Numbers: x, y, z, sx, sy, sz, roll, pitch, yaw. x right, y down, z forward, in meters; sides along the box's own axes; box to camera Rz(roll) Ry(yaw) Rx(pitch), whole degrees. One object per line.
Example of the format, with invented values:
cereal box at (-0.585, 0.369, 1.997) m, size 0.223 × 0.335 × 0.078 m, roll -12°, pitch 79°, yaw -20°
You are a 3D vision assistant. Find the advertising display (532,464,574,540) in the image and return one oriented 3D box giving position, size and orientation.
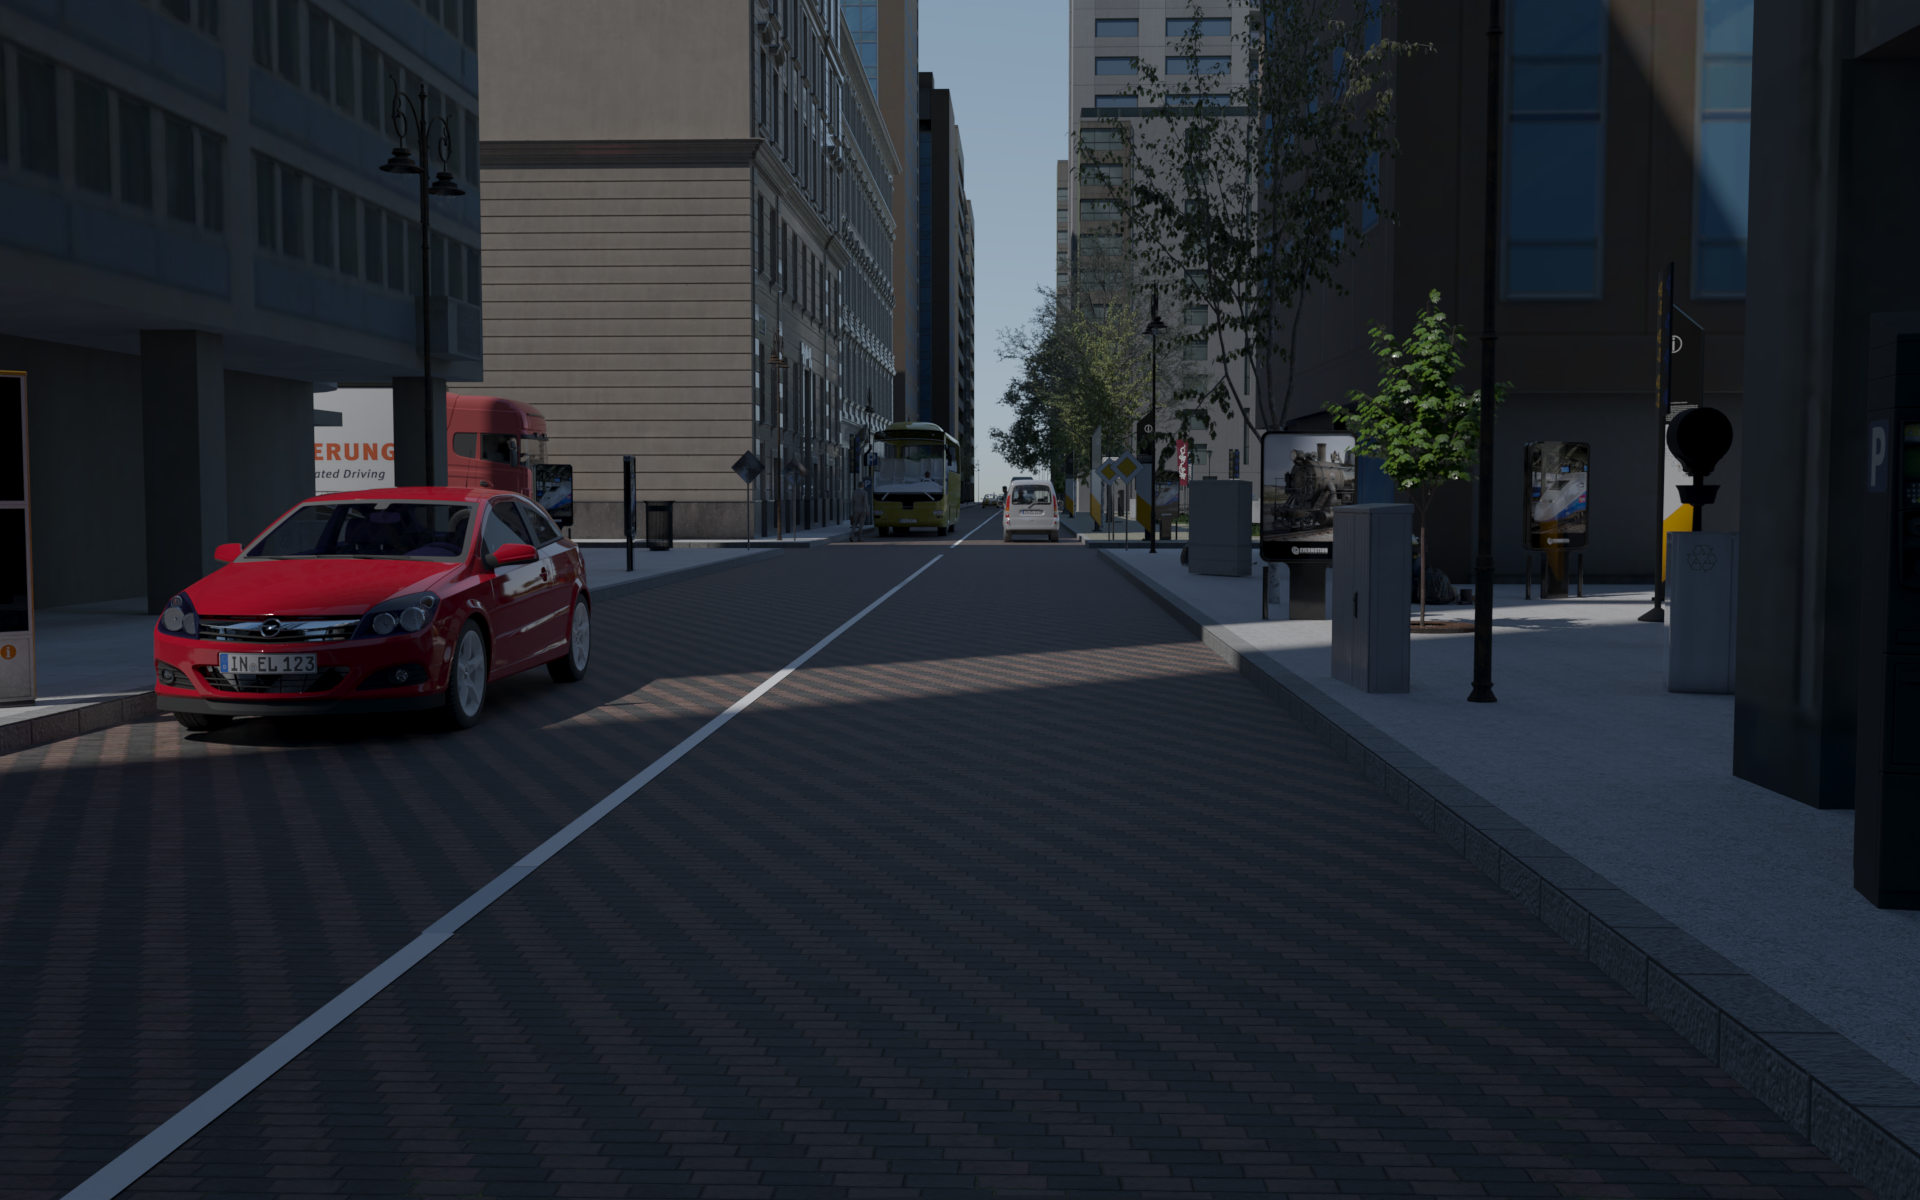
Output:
advertising display at (-8.709, -1.949, 37.077) m, size 0.123 × 1.923 × 0.974 m, roll 3°, pitch 5°, yaw 40°

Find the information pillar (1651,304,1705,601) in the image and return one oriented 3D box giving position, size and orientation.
information pillar at (8.557, -1.789, 20.603) m, size 0.183 × 3.616 × 0.504 m, roll -3°, pitch 5°, yaw -45°

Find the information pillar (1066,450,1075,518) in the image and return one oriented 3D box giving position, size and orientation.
information pillar at (5.897, -6.206, 92.822) m, size 0.504 × 3.616 × 0.183 m, roll 2°, pitch 4°, yaw 32°

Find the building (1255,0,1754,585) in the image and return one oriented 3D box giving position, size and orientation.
building at (13.154, -23.216, 29.695) m, size 14.600 × 45.320 × 14.200 m, roll 0°, pitch 4°, yaw 2°

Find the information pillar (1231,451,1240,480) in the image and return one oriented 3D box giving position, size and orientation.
information pillar at (15.004, -6.302, 94.397) m, size 0.504 × 3.616 × 0.183 m, roll -1°, pitch 4°, yaw -10°

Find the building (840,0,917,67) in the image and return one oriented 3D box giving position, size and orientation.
building at (-10.518, -29.310, 129.335) m, size 14.600 × 45.320 × 14.200 m, roll 0°, pitch 4°, yaw 2°

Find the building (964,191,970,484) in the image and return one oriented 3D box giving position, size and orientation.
building at (-9.943, -36.030, 243.722) m, size 22.147 × 44.769 × 28.867 m, roll 0°, pitch 4°, yaw 2°

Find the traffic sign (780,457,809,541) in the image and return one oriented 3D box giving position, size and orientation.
traffic sign at (-4.530, -2.679, 47.446) m, size 0.795 × 2.450 × 0.064 m, roll 0°, pitch 4°, yaw 2°

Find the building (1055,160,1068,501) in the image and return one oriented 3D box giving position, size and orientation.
building at (18.872, -32.456, 214.244) m, size 14.154 × 41.232 × 14.086 m, roll 0°, pitch 4°, yaw 2°

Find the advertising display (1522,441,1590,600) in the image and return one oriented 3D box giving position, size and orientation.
advertising display at (7.287, -0.976, 21.178) m, size 0.974 × 1.923 × 0.123 m, roll -2°, pitch 4°, yaw -26°

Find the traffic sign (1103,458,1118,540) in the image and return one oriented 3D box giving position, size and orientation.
traffic sign at (4.302, -2.839, 48.543) m, size 0.606 × 2.300 × 0.079 m, roll 0°, pitch 4°, yaw 8°

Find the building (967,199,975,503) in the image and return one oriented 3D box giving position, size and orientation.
building at (-8.679, -39.507, 269.643) m, size 21.300 × 48.544 × 21.600 m, roll 0°, pitch 4°, yaw 2°

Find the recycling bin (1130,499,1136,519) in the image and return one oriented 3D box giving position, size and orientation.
recycling bin at (9.186, -4.679, 89.051) m, size 0.722 × 1.027 × 0.722 m, roll -1°, pitch 4°, yaw -13°

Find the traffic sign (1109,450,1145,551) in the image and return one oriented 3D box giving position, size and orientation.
traffic sign at (3.767, -2.171, 39.134) m, size 0.795 × 2.450 × 0.064 m, roll 0°, pitch 4°, yaw 2°

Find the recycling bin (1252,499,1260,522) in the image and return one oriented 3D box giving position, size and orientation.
recycling bin at (10.719, -3.114, 63.473) m, size 0.722 × 1.027 × 0.722 m, roll 1°, pitch 4°, yaw 10°

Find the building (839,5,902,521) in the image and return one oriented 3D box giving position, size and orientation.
building at (-13.011, -19.486, 95.015) m, size 17.030 × 29.872 × 44.131 m, roll 0°, pitch 4°, yaw 2°

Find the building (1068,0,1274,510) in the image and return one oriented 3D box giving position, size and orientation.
building at (20.046, -37.352, 152.705) m, size 21.231 × 58.520 × 28.212 m, roll 0°, pitch 4°, yaw 2°

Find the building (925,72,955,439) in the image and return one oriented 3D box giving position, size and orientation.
building at (-7.737, -32.921, 188.373) m, size 14.600 × 45.320 × 14.200 m, roll 0°, pitch 4°, yaw 2°

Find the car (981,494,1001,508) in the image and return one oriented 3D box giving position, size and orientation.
car at (3.125, -10.105, 175.442) m, size 2.015 × 1.641 × 3.980 m, roll 0°, pitch 4°, yaw 2°

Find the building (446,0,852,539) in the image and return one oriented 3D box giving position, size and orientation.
building at (-11.015, -16.097, 60.444) m, size 12.463 × 27.353 × 25.104 m, roll 0°, pitch 4°, yaw 2°

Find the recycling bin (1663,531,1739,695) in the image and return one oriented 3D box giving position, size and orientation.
recycling bin at (5.030, 0.073, 11.365) m, size 0.722 × 1.027 × 0.722 m, roll 1°, pitch 4°, yaw 19°

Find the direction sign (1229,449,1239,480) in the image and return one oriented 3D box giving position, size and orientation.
direction sign at (13.737, -5.810, 86.993) m, size 0.379 × 3.537 × 0.876 m, roll 3°, pitch 5°, yaw 41°

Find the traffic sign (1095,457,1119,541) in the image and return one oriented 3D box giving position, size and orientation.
traffic sign at (4.058, -2.659, 47.113) m, size 0.795 × 2.450 × 0.064 m, roll 0°, pitch 4°, yaw 2°

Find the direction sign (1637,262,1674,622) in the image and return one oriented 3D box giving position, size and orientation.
direction sign at (7.044, -1.553, 17.384) m, size 0.379 × 3.537 × 0.876 m, roll 1°, pitch 4°, yaw 14°

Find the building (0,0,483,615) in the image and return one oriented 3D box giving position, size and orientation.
building at (-19.110, -20.045, 19.612) m, size 23.993 × 40.220 × 32.217 m, roll 0°, pitch 4°, yaw 2°

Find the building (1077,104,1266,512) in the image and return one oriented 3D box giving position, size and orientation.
building at (15.957, -22.072, 132.575) m, size 14.160 × 30.474 × 14.107 m, roll 0°, pitch 4°, yaw 2°

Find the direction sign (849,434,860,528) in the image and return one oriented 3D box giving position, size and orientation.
direction sign at (-3.970, -4.481, 65.260) m, size 0.379 × 3.537 × 0.876 m, roll 1°, pitch 4°, yaw 20°

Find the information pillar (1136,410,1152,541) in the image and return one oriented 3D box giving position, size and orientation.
information pillar at (5.077, -3.428, 47.396) m, size 0.504 × 3.616 × 0.183 m, roll 1°, pitch 4°, yaw 9°

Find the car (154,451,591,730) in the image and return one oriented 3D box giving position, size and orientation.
car at (-3.829, -0.174, 11.888) m, size 2.155 × 1.783 × 4.494 m, roll 0°, pitch 4°, yaw 2°

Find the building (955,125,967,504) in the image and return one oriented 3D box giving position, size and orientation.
building at (-10.487, -36.320, 217.529) m, size 21.300 × 48.544 × 21.600 m, roll 0°, pitch 4°, yaw 2°

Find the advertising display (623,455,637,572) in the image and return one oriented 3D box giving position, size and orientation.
advertising display at (-5.519, -1.454, 28.986) m, size 0.123 × 1.923 × 0.974 m, roll 0°, pitch 4°, yaw -5°

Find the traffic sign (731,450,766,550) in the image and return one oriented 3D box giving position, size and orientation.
traffic sign at (-4.820, -2.191, 39.466) m, size 0.795 × 2.450 × 0.064 m, roll 0°, pitch 4°, yaw 2°

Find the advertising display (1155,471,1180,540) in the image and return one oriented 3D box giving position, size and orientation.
advertising display at (5.733, -2.636, 48.307) m, size 0.974 × 1.923 × 0.123 m, roll -3°, pitch 4°, yaw -36°

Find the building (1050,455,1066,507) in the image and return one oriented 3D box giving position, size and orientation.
building at (26.350, -23.915, 236.042) m, size 27.650 × 21.520 × 28.899 m, roll 0°, pitch 4°, yaw 2°

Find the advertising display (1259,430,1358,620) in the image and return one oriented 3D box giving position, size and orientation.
advertising display at (3.537, -0.757, 17.593) m, size 0.974 × 1.923 × 0.123 m, roll 1°, pitch 4°, yaw 10°

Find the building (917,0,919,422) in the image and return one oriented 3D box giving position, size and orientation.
building at (-12.308, -44.773, 170.288) m, size 20.563 × 71.187 × 20.611 m, roll 0°, pitch 4°, yaw 2°

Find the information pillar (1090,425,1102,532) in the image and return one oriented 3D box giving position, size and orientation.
information pillar at (4.625, -4.138, 59.008) m, size 0.183 × 3.616 × 0.504 m, roll 3°, pitch 5°, yaw 45°

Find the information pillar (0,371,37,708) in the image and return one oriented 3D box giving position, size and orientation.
information pillar at (-5.805, -0.364, 10.439) m, size 0.304 × 2.012 × 0.304 m, roll 3°, pitch 5°, yaw 45°

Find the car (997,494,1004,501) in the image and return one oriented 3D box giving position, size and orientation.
car at (6.704, -16.023, 270.778) m, size 1.959 × 1.807 × 4.718 m, roll 0°, pitch 4°, yaw 1°
